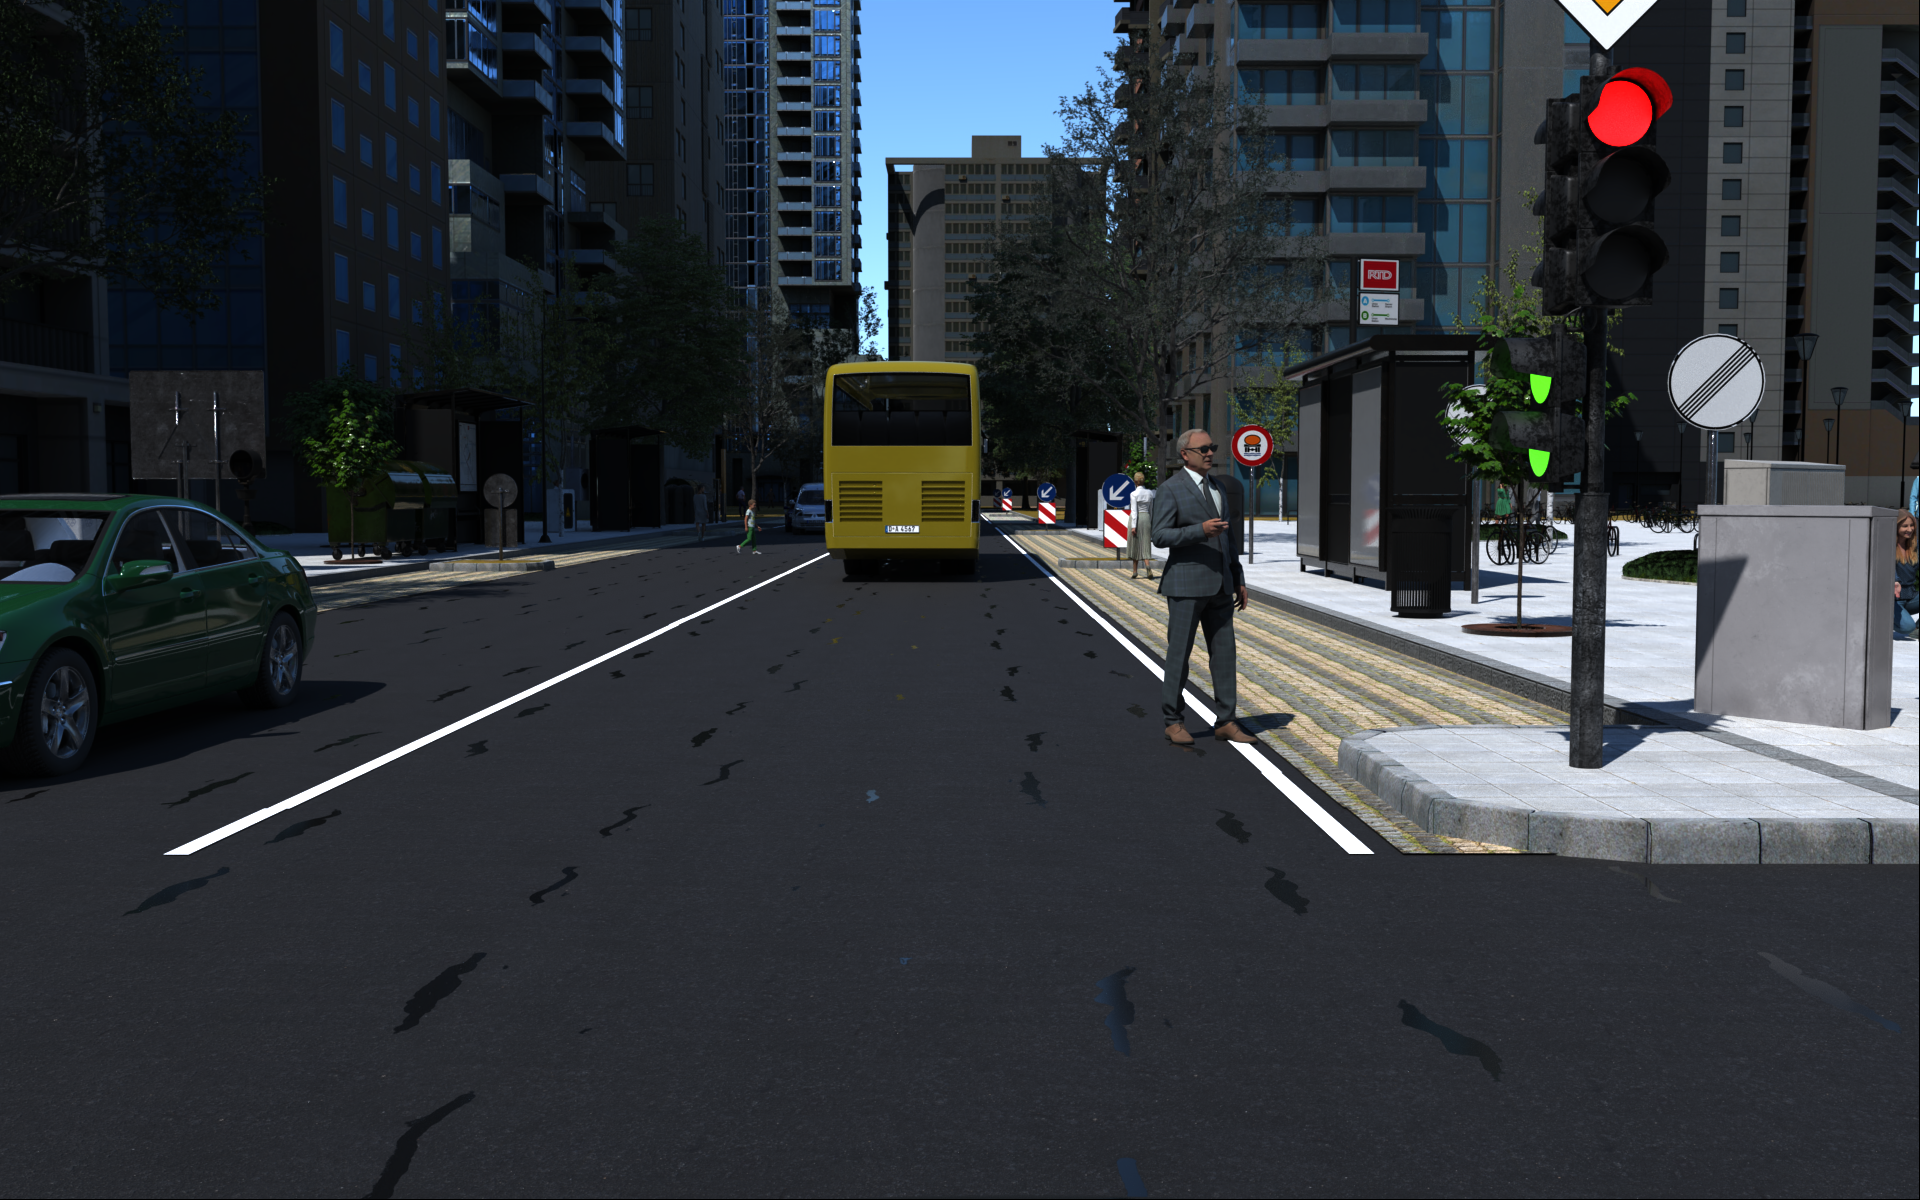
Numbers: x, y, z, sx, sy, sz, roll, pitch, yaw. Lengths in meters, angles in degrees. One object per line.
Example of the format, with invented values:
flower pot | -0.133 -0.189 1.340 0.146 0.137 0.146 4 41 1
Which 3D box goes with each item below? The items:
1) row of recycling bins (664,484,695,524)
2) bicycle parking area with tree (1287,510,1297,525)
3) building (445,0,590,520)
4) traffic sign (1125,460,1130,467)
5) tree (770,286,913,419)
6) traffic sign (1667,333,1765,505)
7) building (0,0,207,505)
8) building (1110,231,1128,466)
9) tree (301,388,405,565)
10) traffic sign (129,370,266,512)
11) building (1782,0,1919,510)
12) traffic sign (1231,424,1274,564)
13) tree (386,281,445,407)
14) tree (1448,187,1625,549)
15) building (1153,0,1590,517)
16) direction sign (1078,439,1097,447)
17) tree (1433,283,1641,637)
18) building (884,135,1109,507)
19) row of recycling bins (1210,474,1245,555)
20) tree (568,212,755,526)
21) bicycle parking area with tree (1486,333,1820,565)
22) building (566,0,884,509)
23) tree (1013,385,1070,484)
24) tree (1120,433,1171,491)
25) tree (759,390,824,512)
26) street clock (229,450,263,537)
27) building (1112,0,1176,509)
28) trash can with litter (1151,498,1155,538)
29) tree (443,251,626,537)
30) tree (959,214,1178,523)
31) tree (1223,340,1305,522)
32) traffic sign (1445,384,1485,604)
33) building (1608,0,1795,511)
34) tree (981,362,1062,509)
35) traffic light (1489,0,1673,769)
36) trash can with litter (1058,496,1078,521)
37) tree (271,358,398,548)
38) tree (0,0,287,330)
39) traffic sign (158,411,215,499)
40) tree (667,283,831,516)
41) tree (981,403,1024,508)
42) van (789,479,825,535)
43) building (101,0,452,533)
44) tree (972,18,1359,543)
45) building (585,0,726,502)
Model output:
row of recycling bins | -12.560 -4.075 73.737 1.069 1.692 3.534 2 4 31
bicycle parking area with tree | 18.345 -5.171 71.545 8.231 4.147 9.016 -1 4 -22
building | -30.425 -47.959 96.801 22.319 86.520 31.000 0 3 0
traffic sign | 6.461 -4.041 66.068 0.884 2.594 0.081 0 4 8
tree | -10.529 -18.433 157.273 12.611 20.169 13.585 0 3 0
traffic sign | 6.003 -0.840 13.843 0.768 2.556 0.104 0 4 2
building | -27.805 -36.427 33.838 20.563 71.187 20.611 0 3 0
building | 23.234 -25.063 181.486 14.107 30.474 14.160 0 3 0
tree | -11.351 -2.283 31.928 1.663 3.219 1.824 0 3 0
traffic sign | -12.563 -2.121 28.554 2.265 3.308 0.079 0 4 3
building | 69.581 -30.200 143.887 14.200 45.320 14.600 0 3 0
traffic sign | 5.346 -1.935 31.746 0.768 2.556 0.104 0 4 5
tree | -17.449 -6.673 59.465 4.737 8.622 4.395 0 3 0
tree | 13.774 -5.514 40.522 4.737 8.622 4.395 0 3 0
building | 24.357 -29.782 106.537 23.786 49.044 30.456 0 3 0
direction sign | 5.240 -4.844 71.203 0.876 3.537 0.379 -2 4 -25
tree | 5.149 -1.312 16.054 1.663 3.219 1.824 0 3 0
building | 3.918 -30.482 190.269 23.993 40.220 32.217 0 3 0
row of recycling bins | 5.404 -1.878 37.817 1.069 1.692 3.534 0 4 -4
tree | -11.798 -9.310 70.343 7.486 12.596 7.792 0 3 0
bicycle parking area with tree | 13.247 -2.801 32.798 9.016 4.147 8.231 -3 4 -36
building | -23.572 -53.303 184.177 31.000 86.520 22.319 0 3 0
tree | 5.105 -9.469 105.188 4.360 8.622 3.978 0 3 0
tree | 5.695 -3.716 55.358 1.663 3.219 1.824 0 3 0
tree | -12.071 -10.387 120.183 4.360 8.622 3.978 0 3 0
street clock | -11.637 -1.450 28.270 0.471 2.002 0.358 1 4 16
building | 23.535 -29.461 136.309 22.147 44.769 28.867 0 3 0
trash can with litter | 5.673 -2.432 51.157 0.624 1.170 1.055 2 4 24
tree | -12.221 -6.205 51.815 4.737 8.622 4.395 0 3 0
tree | 4.863 -10.413 76.909 9.857 13.997 8.962 0 3 0
tree | 14.602 -7.922 79.889 4.737 8.622 4.395 0 3 0
traffic sign | 6.022 -1.228 20.183 0.768 2.556 0.104 0 4 6
building | 52.180 -42.902 139.696 20.611 71.187 20.563 0 3 0
tree | 5.557 -14.050 146.720 9.611 12.733 9.660 0 3 0
traffic light | 2.928 -1.169 8.041 0.839 4.253 0.868 0 3 0
trash can with litter | 5.688 -4.331 81.877 1.678 1.210 2.233 -2 4 -26
tree | -14.911 -3.565 42.006 4.285 4.588 4.351 0 3 0
tree | -11.989 -5.260 20.420 7.601 10.594 8.767 2 4 33
traffic sign | -12.109 -1.658 27.111 0.884 2.594 0.081 0 4 2
tree | -11.850 -11.615 100.280 12.009 13.543 11.850 0 3 0
tree | 5.770 -14.269 159.048 9.928 11.665 9.643 0 3 0
van | -5.095 -3.386 62.371 2.013 2.044 4.112 0 4 -1
building | -27.503 -25.203 62.183 14.600 45.320 14.200 0 3 0
tree | 5.265 -8.281 45.762 12.009 13.543 11.850 0 3 0
building | -33.157 -33.423 135.702 27.495 52.752 28.713 0 3 0
